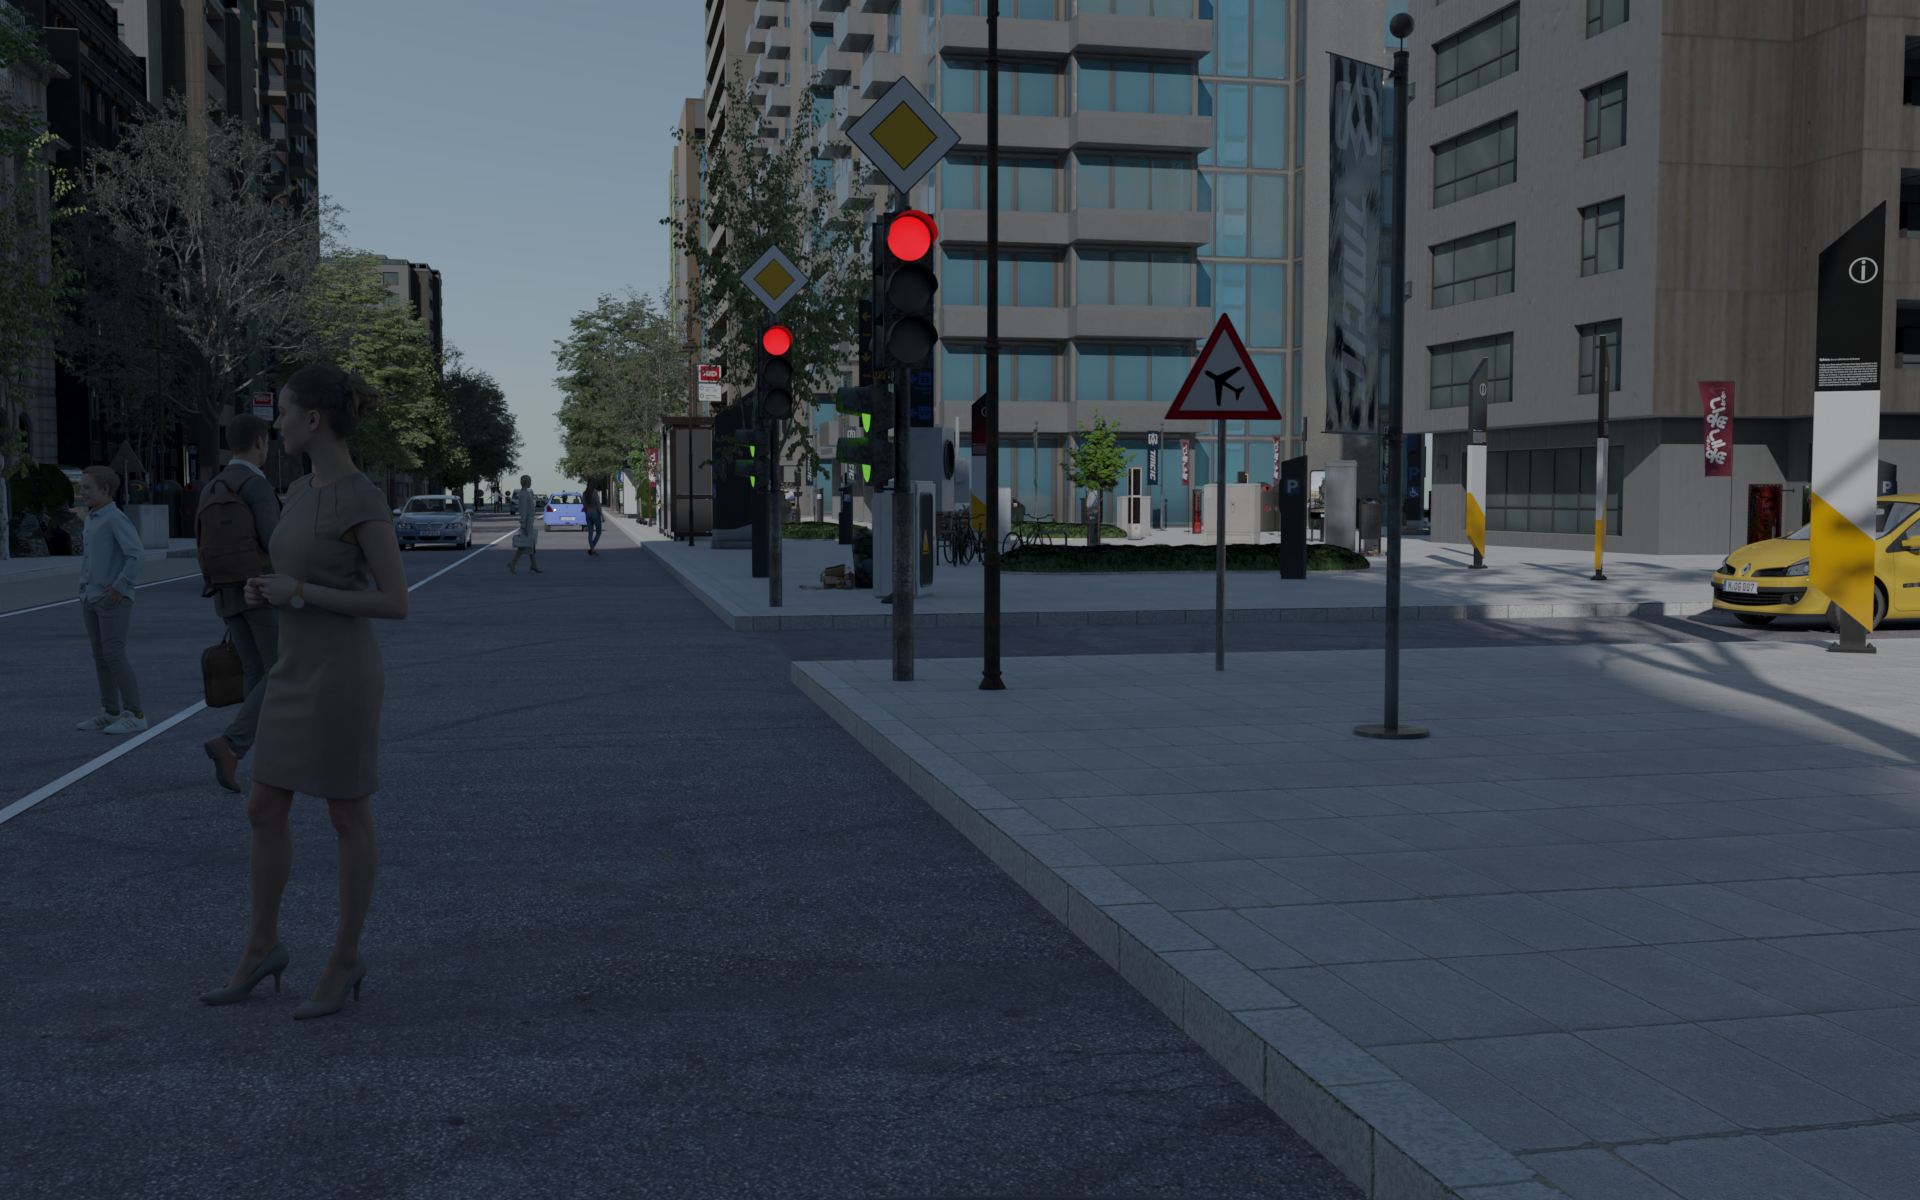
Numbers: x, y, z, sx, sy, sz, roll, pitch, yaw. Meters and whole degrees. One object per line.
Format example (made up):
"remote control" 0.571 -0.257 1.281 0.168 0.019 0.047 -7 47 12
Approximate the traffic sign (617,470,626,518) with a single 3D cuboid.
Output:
"traffic sign" -17.688 -5.581 91.358 0.768 2.556 0.104 0 4 -3

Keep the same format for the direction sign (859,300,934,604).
"direction sign" -0.743 -1.731 20.300 0.876 3.537 0.379 0 4 -5

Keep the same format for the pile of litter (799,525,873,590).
"pile of litter" -1.414 -0.599 23.753 1.719 0.858 1.176 -1 4 -13

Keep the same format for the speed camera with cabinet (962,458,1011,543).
"speed camera with cabinet" 0.366 -3.098 44.983 2.038 3.252 0.660 -3 4 -37

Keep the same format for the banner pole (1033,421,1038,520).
"banner pole" 2.562 -4.217 58.960 0.401 3.779 0.863 1 4 11

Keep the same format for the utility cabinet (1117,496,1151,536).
"utility cabinet" 5.265 -2.530 52.534 1.020 1.237 0.306 -2 4 -25

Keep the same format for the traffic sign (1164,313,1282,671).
"traffic sign" 1.889 -0.765 12.517 0.884 2.594 0.081 -1 4 -11

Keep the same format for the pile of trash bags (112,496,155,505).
"pile of trash bags" -21.611 -2.118 44.387 1.912 1.369 3.447 -1 4 -15

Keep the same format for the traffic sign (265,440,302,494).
"traffic sign" -25.925 -4.361 65.169 2.265 3.308 0.079 0 4 -6

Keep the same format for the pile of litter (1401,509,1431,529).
"pile of litter" 15.852 -2.835 60.313 1.176 0.858 1.719 -2 4 -34

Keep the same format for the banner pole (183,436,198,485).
"banner pole" -33.024 -5.158 74.347 0.863 3.779 0.401 1 4 16

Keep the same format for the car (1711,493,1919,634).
"car" 10.129 -0.517 18.685 3.980 1.641 2.015 -1 4 -14

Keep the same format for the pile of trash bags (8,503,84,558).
"pile of trash bags" -19.807 -1.631 36.412 3.447 1.369 1.912 3 5 40

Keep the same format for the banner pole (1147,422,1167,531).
"banner pole" 6.824 -4.290 60.151 0.863 3.779 0.401 -2 4 -30

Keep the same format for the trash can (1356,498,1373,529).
"trash can" 14.845 -3.194 63.871 0.748 1.137 0.748 0 3 0

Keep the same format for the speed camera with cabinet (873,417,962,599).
"speed camera with cabinet" -0.562 -1.696 22.059 0.660 3.252 2.038 1 4 13

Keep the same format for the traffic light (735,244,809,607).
"traffic light" -2.117 -1.877 19.616 0.839 4.253 0.868 -1 4 -12

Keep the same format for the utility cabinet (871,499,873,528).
"utility cabinet" -1.257 -1.008 27.647 0.306 1.237 1.020 0 4 -5

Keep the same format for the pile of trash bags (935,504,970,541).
"pile of trash bags" 0.210 -2.324 47.743 1.912 1.369 3.447 -1 4 -19

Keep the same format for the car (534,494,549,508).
"car" -40.020 -9.507 165.225 2.009 1.686 4.222 -1 4 -14

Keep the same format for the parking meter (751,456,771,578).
"parking meter" -3.032 -1.281 26.660 0.255 1.863 0.399 1 4 14

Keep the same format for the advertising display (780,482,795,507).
"advertising display" -9.242 -5.347 92.634 0.974 1.923 0.123 -3 5 -40

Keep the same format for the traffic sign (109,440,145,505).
"traffic sign" -20.010 -2.542 41.562 0.884 2.594 0.081 0 4 -7

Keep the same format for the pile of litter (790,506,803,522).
"pile of litter" -5.852 -2.972 62.555 1.719 0.858 1.176 -1 4 -23

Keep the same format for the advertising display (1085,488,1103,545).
"advertising display" 3.231 -2.235 41.761 0.123 1.923 0.974 -1 4 -14

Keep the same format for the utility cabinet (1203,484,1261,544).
"utility cabinet" 5.726 -1.703 36.518 1.173 1.500 0.318 2 4 35

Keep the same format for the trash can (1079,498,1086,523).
"trash can" 4.696 -3.134 62.901 0.748 1.137 0.748 0 3 0

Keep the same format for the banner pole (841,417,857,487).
"banner pole" -3.622 -4.047 56.191 0.401 3.779 0.863 3 4 38

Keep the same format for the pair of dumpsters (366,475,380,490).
"pair of dumpsters" -30.551 -5.250 88.327 1.574 2.255 4.437 -1 4 -12

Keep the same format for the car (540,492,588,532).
"car" -15.193 -3.499 66.803 1.945 1.707 3.694 -1 4 -14

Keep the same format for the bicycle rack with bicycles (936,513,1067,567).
"bicycle rack with bicycles" 0.587 -1.101 31.391 2.852 0.926 2.925 2 4 27

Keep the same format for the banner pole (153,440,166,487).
"banner pole" -33.656 -5.064 72.808 0.863 3.779 0.401 1 4 22

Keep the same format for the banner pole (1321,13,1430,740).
"banner pole" 2.130 -1.159 8.971 0.863 3.779 0.401 -3 5 -42

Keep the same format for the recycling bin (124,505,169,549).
"recycling bin" -19.102 -1.719 40.664 0.722 1.027 0.722 2 4 34

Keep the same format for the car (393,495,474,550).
"car" -13.848 -2.060 45.688 2.014 1.417 4.499 -1 4 -13

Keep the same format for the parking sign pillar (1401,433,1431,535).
"parking sign pillar" 14.340 -4.035 54.451 1.447 3.967 1.447 1 4 20

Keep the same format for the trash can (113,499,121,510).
"trash can" -25.881 -2.559 53.496 0.748 1.137 0.748 0 3 0

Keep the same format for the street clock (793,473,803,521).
"street clock" -5.445 -3.280 58.204 0.358 2.002 0.471 0 4 -5

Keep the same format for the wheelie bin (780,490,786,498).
"wheelie bin" -8.345 -4.397 79.803 0.693 1.594 0.980 -1 4 -11

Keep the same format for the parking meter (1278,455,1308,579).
"parking meter" 5.022 -1.250 26.143 0.399 1.863 0.255 1 4 22

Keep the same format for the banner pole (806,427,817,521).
"banner pole" -5.526 -4.572 64.761 0.401 3.779 0.863 2 4 33

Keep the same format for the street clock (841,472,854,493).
"street clock" -3.733 -3.269 58.018 0.471 2.002 0.358 2 4 32

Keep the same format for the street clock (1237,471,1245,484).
"street clock" 9.002 -3.114 55.479 0.358 2.002 0.471 0 4 4

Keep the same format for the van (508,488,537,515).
"van" -30.787 -7.031 121.970 2.013 2.044 4.112 -1 4 -12

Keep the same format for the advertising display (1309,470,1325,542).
"advertising display" 9.797 -2.505 46.176 0.974 1.923 0.123 2 4 32

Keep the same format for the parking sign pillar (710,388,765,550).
"parking sign pillar" -5.139 -3.190 40.624 1.447 3.967 1.447 -2 4 -23

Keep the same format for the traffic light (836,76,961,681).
"traffic light" -0.410 -1.400 11.814 0.839 4.253 0.868 -1 4 -12

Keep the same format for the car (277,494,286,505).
"car" -10.533 -0.947 27.279 2.131 1.459 4.920 -1 4 -12
